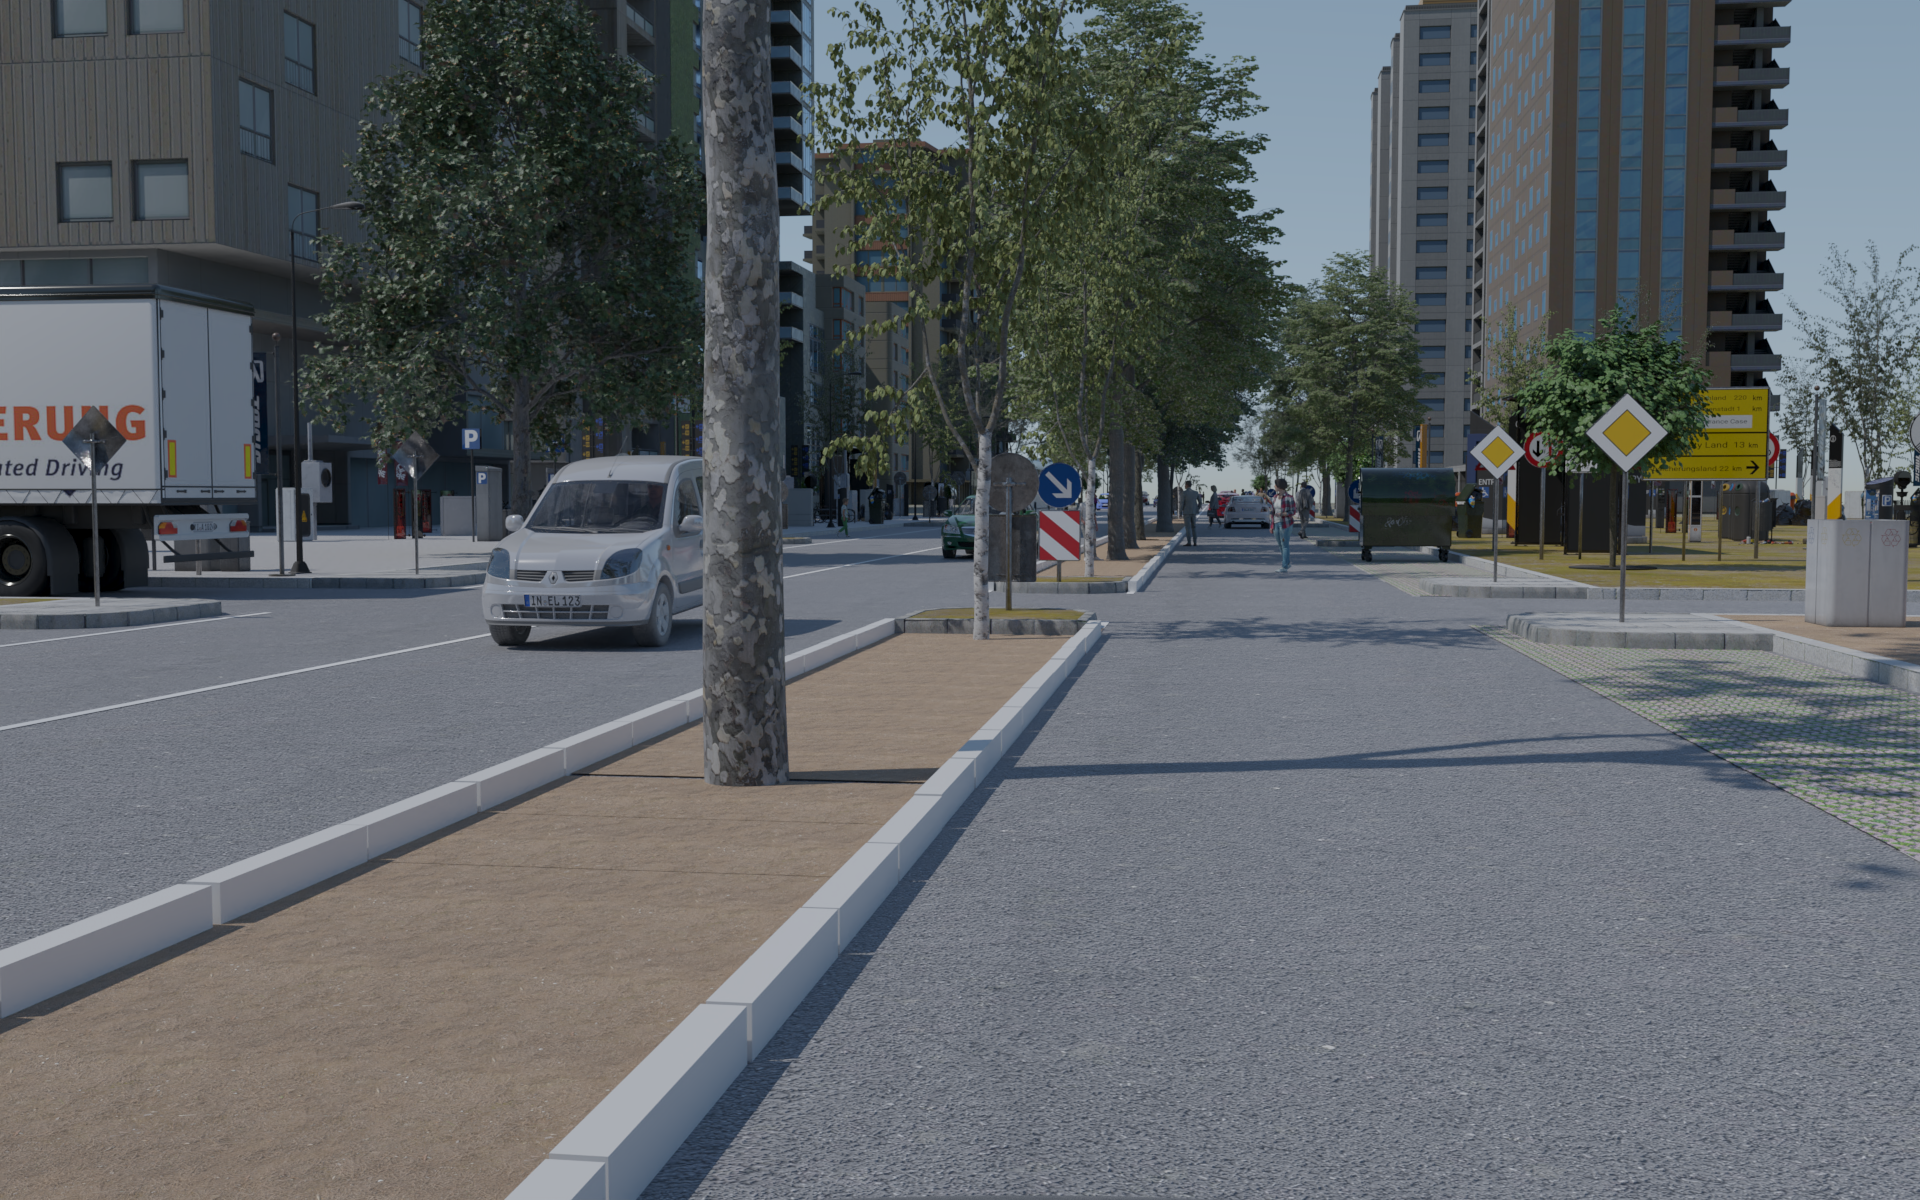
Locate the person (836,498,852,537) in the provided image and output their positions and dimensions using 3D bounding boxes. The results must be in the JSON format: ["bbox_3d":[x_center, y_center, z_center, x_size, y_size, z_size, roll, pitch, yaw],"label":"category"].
[{"bbox_3d":[-3.862,-2.738,57.511,0.590,1.304,0.306,-2,4,-33],"label":"person"}]

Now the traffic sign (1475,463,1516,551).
[{"bbox_3d":[11.984,-2.374,38.825,0.884,2.594,0.081,1,4,15],"label":"traffic sign"}]

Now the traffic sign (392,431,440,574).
[{"bbox_3d":[-8.671,-1.466,27.612,0.795,2.450,0.064,1,4,8],"label":"traffic sign"}]

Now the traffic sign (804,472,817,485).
[{"bbox_3d":[-6.807,-4.700,78.979,0.606,2.300,0.079,1,4,9],"label":"traffic sign"}]

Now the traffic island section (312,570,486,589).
[{"bbox_3d":[-8.696,-0.330,27.677,2.009,0.180,2.903,1,4,8],"label":"traffic island section"}]

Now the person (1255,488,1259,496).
[{"bbox_3d":[19.720,-6.487,114.653,0.705,1.812,1.348,0,4,2],"label":"person"}]

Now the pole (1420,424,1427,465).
[{"bbox_3d":[13.548,-3.476,50.676,0.158,3.312,0.155,0,3,0],"label":"pole"}]

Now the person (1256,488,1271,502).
[{"bbox_3d":[17.872,-5.763,102.742,1.348,1.823,0.705,2,4,35],"label":"person"}]

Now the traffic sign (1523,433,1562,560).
[{"bbox_3d":[11.363,-2.059,33.769,0.768,2.556,0.104,1,4,10],"label":"traffic sign"}]

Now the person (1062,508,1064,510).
[{"bbox_3d":[5.669,-5.356,96.275,0.606,1.804,0.583,1,4,22],"label":"person"}]

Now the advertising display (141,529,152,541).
[{"bbox_3d":[-22.270,-2.585,47.484,0.974,1.923,0.123,-1,4,-13],"label":"advertising display"}]

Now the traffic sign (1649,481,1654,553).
[{"bbox_3d":[15.017,-2.299,37.588,0.884,2.594,0.081,1,4,18],"label":"traffic sign"}]

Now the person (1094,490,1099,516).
[{"bbox_3d":[9.115,-6.521,115.796,0.721,1.739,1.217,0,4,-6],"label":"person"}]

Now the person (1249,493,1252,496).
[{"bbox_3d":[15.396,-4.935,91.787,0.523,1.515,0.503,2,4,35],"label":"person"}]

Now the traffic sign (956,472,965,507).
[{"bbox_3d":[-0.064,-6.201,101.498,0.768,2.556,0.104,1,4,14],"label":"traffic sign"}]

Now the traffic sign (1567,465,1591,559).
[{"bbox_3d":[12.182,-1.947,33.970,0.606,2.300,0.079,1,4,13],"label":"traffic sign"}]

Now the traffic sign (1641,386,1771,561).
[{"bbox_3d":[14.203,-2.397,33.068,2.265,3.308,0.079,1,4,13],"label":"traffic sign"}]

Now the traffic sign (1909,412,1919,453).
[{"bbox_3d":[14.014,-1.515,24.882,0.768,2.556,0.104,1,4,14],"label":"traffic sign"}]

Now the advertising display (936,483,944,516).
[{"bbox_3d":[-1.106,-5.670,97.911,0.123,1.923,0.974,1,4,20],"label":"advertising display"}]

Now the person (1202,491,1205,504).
[{"bbox_3d":[35.503,-14.936,252.795,0.705,1.812,1.348,0,4,-3],"label":"person"}]

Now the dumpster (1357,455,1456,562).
[{"bbox_3d":[9.426,-1.939,36.656,1.985,2.255,1.502,1,4,9],"label":"dumpster"}]

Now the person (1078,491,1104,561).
[{"bbox_3d":[2.772,-1.582,36.955,0.523,1.515,0.503,2,4,28],"label":"person"}]

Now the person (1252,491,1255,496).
[{"bbox_3d":[36.347,-12.623,214.752,0.709,1.838,0.599,2,4,24],"label":"person"}]

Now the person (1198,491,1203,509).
[{"bbox_3d":[22.832,-9.497,164.695,0.541,1.710,0.530,1,4,22],"label":"person"}]

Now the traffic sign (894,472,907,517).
[{"bbox_3d":[-3.402,-6.012,98.408,0.768,2.556,0.104,1,4,13],"label":"traffic sign"}]

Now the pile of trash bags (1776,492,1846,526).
[{"bbox_3d":[33.743,-3.701,70.265,3.447,1.369,1.912,-1,4,-16],"label":"pile of trash bags"}]

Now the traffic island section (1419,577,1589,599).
[{"bbox_3d":[7.814,-0.180,25.228,2.009,0.180,2.903,1,4,8],"label":"traffic island section"}]

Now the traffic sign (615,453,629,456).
[{"bbox_3d":[-10.432,-3.265,53.484,0.768,2.556,0.104,1,4,17],"label":"traffic sign"}]

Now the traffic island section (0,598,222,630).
[{"bbox_3d":[-9.869,0.153,19.778,2.009,0.180,2.903,1,4,8],"label":"traffic island section"}]

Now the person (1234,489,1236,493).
[{"bbox_3d":[18.199,-6.455,114.593,0.990,1.755,0.434,2,4,24],"label":"person"}]

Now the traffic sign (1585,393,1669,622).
[{"bbox_3d":[6.616,-0.833,17.256,0.795,2.450,0.064,1,4,8],"label":"traffic sign"}]

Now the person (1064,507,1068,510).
[{"bbox_3d":[6.867,-6.140,112.151,1.065,1.426,0.557,-2,4,-30],"label":"person"}]

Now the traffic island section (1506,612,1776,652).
[{"bbox_3d":[6.641,0.303,17.329,2.009,0.180,2.903,1,4,8],"label":"traffic island section"}]

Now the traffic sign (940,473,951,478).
[{"bbox_3d":[-0.856,-6.228,101.936,0.768,2.556,0.104,1,4,12],"label":"traffic sign"}]

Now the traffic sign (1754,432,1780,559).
[{"bbox_3d":[15.805,-2.092,34.313,0.768,2.556,0.104,1,4,12],"label":"traffic sign"}]

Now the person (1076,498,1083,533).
[{"bbox_3d":[4.445,-3.144,64.169,0.640,1.303,0.475,2,4,28],"label":"person"}]

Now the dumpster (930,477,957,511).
[{"bbox_3d":[-1.074,-5.995,100.519,1.502,2.255,1.985,1,4,8],"label":"dumpster"}]

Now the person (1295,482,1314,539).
[{"bbox_3d":[10.985,-2.852,55.235,0.679,1.850,0.850,3,4,36],"label":"person"}]

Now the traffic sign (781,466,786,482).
[{"bbox_3d":[-8.167,-4.747,77.715,0.768,2.556,0.104,1,4,10],"label":"traffic sign"}]

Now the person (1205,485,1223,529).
[{"bbox_3d":[10.312,-3.764,70.217,0.728,1.800,0.709,1,4,10],"label":"person"}]

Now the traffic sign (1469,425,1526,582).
[{"bbox_3d":[7.790,-1.316,25.154,0.795,2.450,0.064,1,4,8],"label":"traffic sign"}]

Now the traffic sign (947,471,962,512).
[{"bbox_3d":[-0.315,-6.053,98.968,0.884,2.594,0.081,1,4,11],"label":"traffic sign"}]

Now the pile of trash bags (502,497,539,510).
[{"bbox_3d":[-15.871,-3.450,66.159,3.447,1.369,1.912,-2,4,-31],"label":"pile of trash bags"}]

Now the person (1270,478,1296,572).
[{"bbox_3d":[5.951,-1.374,31.796,0.643,1.720,0.563,-2,4,-30],"label":"person"}]

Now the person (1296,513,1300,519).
[{"bbox_3d":[19.366,-5.258,98.741,0.394,1.301,0.425,3,5,42],"label":"person"}]

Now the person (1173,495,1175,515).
[{"bbox_3d":[14.248,-6.598,116.470,1.348,1.812,0.705,0,4,4],"label":"person"}]

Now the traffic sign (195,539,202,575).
[{"bbox_3d":[-12.039,-1.664,27.318,0.768,2.556,0.104,1,4,10],"label":"traffic sign"}]

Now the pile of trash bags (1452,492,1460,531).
[{"bbox_3d":[17.096,-3.083,60.166,3.447,1.369,1.912,0,4,0],"label":"pile of trash bags"}]

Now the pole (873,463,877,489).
[{"bbox_3d":[-4.877,-6.451,99.320,0.158,3.312,0.155,0,3,0],"label":"pole"}]

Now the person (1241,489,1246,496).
[{"bbox_3d":[20.282,-7.080,124.353,0.705,1.812,1.348,-1,4,-13],"label":"person"}]

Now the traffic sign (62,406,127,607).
[{"bbox_3d":[-9.845,-0.983,19.713,0.795,2.450,0.064,1,4,8],"label":"traffic sign"}]

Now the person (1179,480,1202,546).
[{"bbox_3d":[6.319,-2.383,47.569,0.635,1.810,0.391,-2,4,-29],"label":"person"}]

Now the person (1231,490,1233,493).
[{"bbox_3d":[21.603,-7.872,137.999,1.217,1.735,0.721,2,4,34],"label":"person"}]
